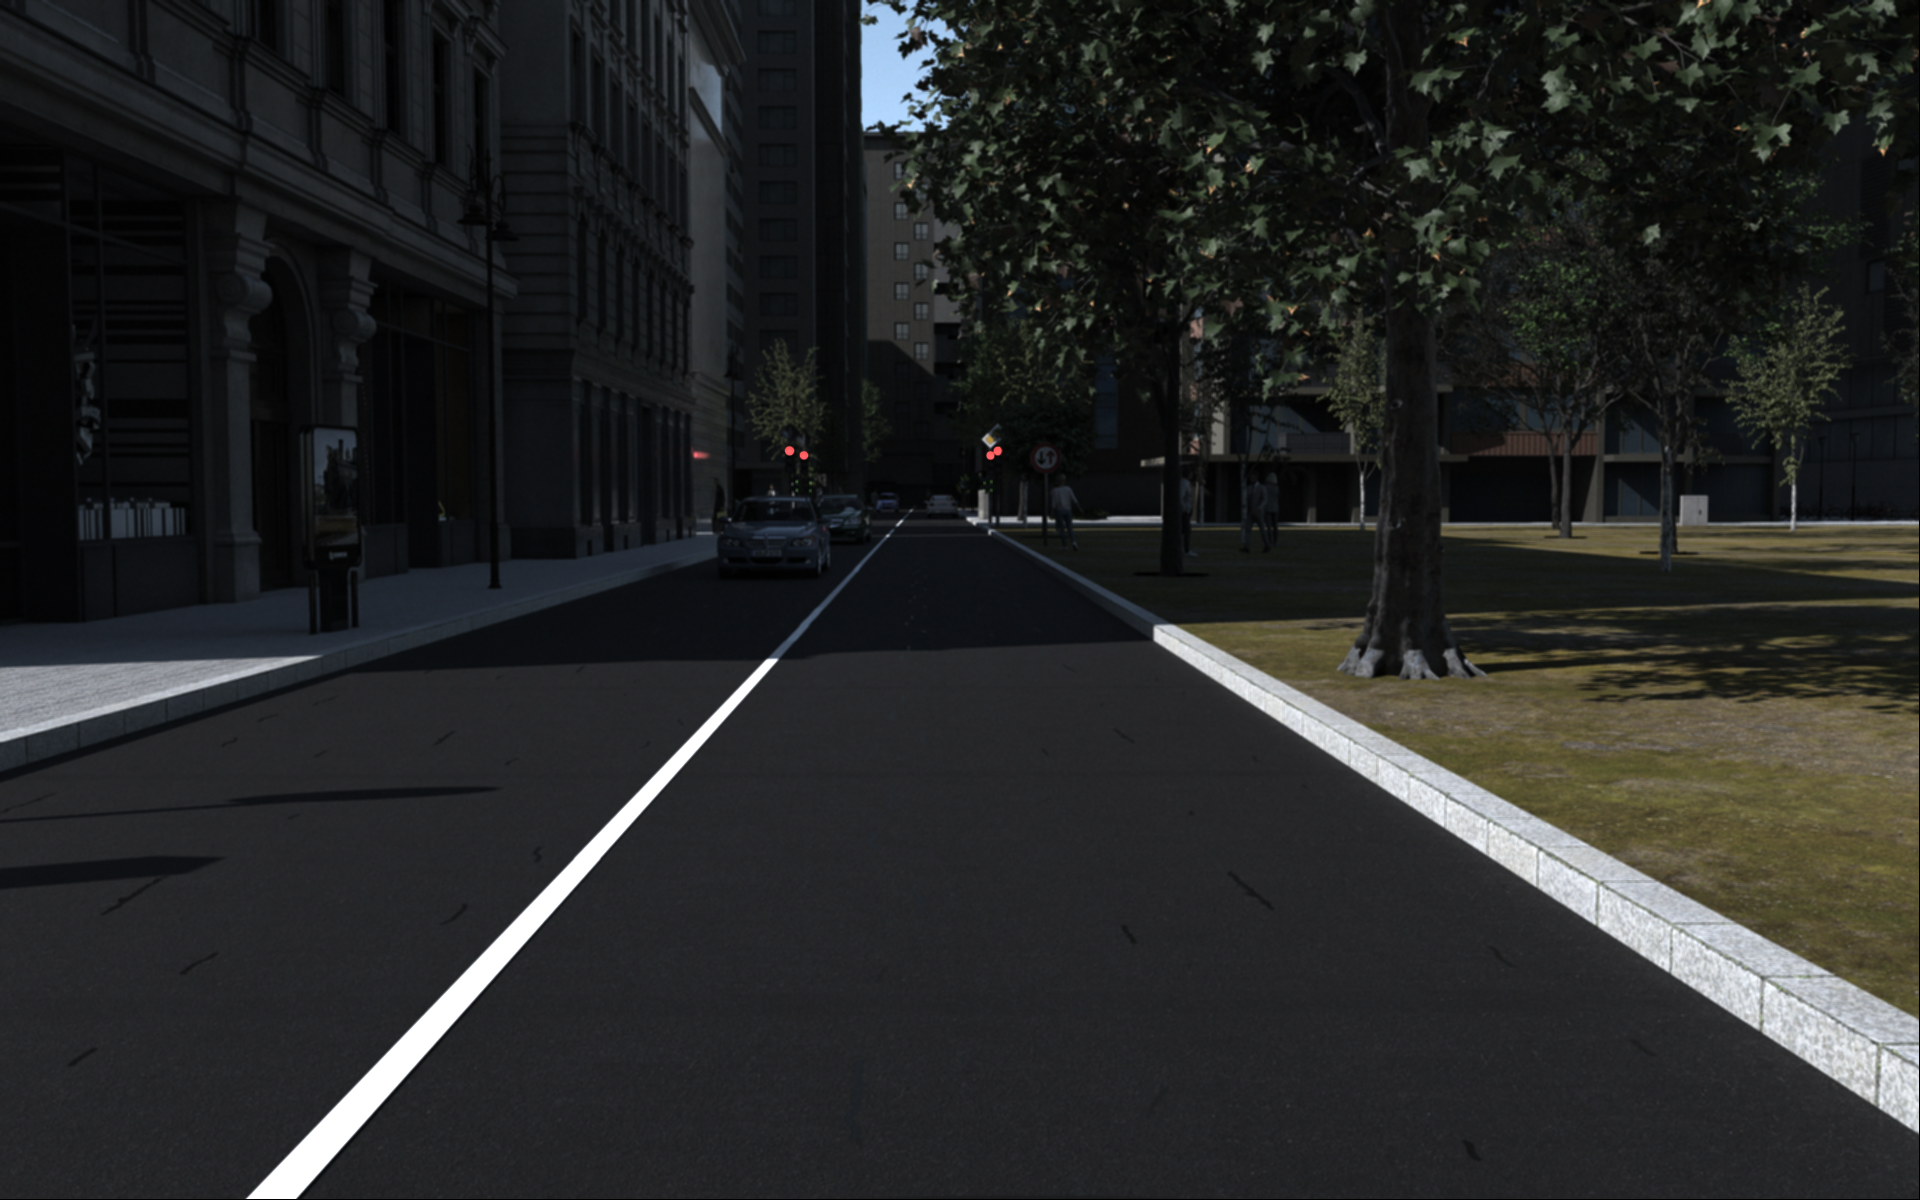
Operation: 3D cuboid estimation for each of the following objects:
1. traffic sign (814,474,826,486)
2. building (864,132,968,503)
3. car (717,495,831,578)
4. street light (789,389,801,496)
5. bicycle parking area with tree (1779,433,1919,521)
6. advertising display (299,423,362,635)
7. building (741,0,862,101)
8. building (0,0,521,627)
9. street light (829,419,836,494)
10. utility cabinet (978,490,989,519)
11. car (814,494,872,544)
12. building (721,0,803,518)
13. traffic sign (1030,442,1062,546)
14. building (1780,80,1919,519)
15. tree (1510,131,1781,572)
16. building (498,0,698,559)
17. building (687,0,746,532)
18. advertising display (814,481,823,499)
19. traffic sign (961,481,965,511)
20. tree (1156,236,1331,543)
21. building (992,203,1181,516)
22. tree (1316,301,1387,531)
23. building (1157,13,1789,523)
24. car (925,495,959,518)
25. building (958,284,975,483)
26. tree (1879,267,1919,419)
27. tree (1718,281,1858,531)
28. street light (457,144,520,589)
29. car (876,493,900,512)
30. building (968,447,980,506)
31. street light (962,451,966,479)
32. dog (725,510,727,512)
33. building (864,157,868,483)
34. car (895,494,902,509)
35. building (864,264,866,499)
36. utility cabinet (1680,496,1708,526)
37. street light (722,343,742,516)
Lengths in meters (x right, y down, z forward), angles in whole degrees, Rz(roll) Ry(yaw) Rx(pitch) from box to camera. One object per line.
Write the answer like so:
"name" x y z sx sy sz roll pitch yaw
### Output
"traffic sign" -7.151 -5.294 88.693 0.606 2.300 0.079 0 4 0
"building" -8.184 -40.399 249.769 27.495 52.752 28.713 0 4 -1
"car" -3.290 -1.170 31.132 2.014 1.417 4.499 0 4 -1
"street light" -7.295 -6.350 76.617 0.468 5.910 1.993 0 4 -1
"bicycle parking area with tree" 42.960 -5.961 84.471 9.016 4.147 8.231 2 4 24
"advertising display" -5.866 -0.671 16.186 0.123 1.923 0.974 0 4 6
"building" -14.345 -27.002 125.083 14.154 41.232 14.086 0 4 -1
"building" -12.679 -9.900 12.773 10.553 20.767 40.483 0 4 -1
"street light" -7.853 -8.190 106.688 0.468 5.910 1.993 0 4 -1
"utility cabinet" 1.191 -4.863 88.196 0.318 1.500 1.173 -1 4 -12
"car" -3.599 -2.393 50.919 2.131 1.459 4.920 0 4 1
"building" -25.180 -24.804 97.423 32.217 40.220 23.993 0 4 -1
"traffic sign" 2.103 -2.592 42.477 0.768 2.556 0.104 0 4 0
"building" 61.983 -30.845 93.550 27.495 52.752 28.713 0 4 -1
"tree" 11.462 -4.768 28.314 4.360 8.622 3.978 0 3 0
"building" -12.419 -11.814 42.305 9.793 20.994 18.267 0 4 -1
"building" -18.759 -13.784 61.526 21.152 22.565 11.583 0 4 -1
"advertising display" -7.153 -5.028 87.418 0.123 1.923 0.974 1 4 15
"traffic sign" 0.360 -7.884 131.027 0.606 2.300 0.079 0 4 3
"tree" 7.486 -5.791 45.049 4.360 8.622 3.978 0 3 0
"building" 8.072 -28.051 108.752 14.600 45.320 14.200 0 4 -1
"tree" 14.171 -6.730 60.406 4.737 8.622 4.395 0 3 0
"building" 23.818 -26.300 84.632 28.867 44.769 22.147 0 4 -1
"car" -1.097 -5.690 105.396 2.083 1.381 4.827 0 4 -2
"building" 10.902 -34.097 212.111 22.147 44.769 28.867 0 4 -1
"tree" 29.211 -6.165 51.165 4.360 8.622 3.978 0 3 0
"tree" 28.430 -6.667 59.363 4.737 8.622 4.395 0 3 0
"street light" -6.322 -3.094 23.369 0.468 5.910 1.993 0 4 -1
"car" -5.734 -7.811 137.301 1.945 1.707 3.694 0 3 0
"building" 12.343 -53.108 180.981 22.319 86.520 31.000 0 4 -1
"street light" 0.362 -10.911 151.180 0.468 5.910 1.993 0 4 -1
"dog" -10.749 -3.916 78.413 0.513 0.831 0.800 2 4 28
"building" -19.071 -34.819 219.394 14.200 45.320 14.600 0 4 -1
"car" -6.721 -9.836 169.855 2.155 1.783 4.494 0 4 -1
"building" -18.209 -26.207 200.180 14.160 30.474 14.107 0 4 -1
"utility cabinet" 29.701 -3.603 70.077 1.020 1.237 0.306 0 4 1
"street light" -6.942 -4.908 53.032 0.468 5.910 1.993 0 4 -1
